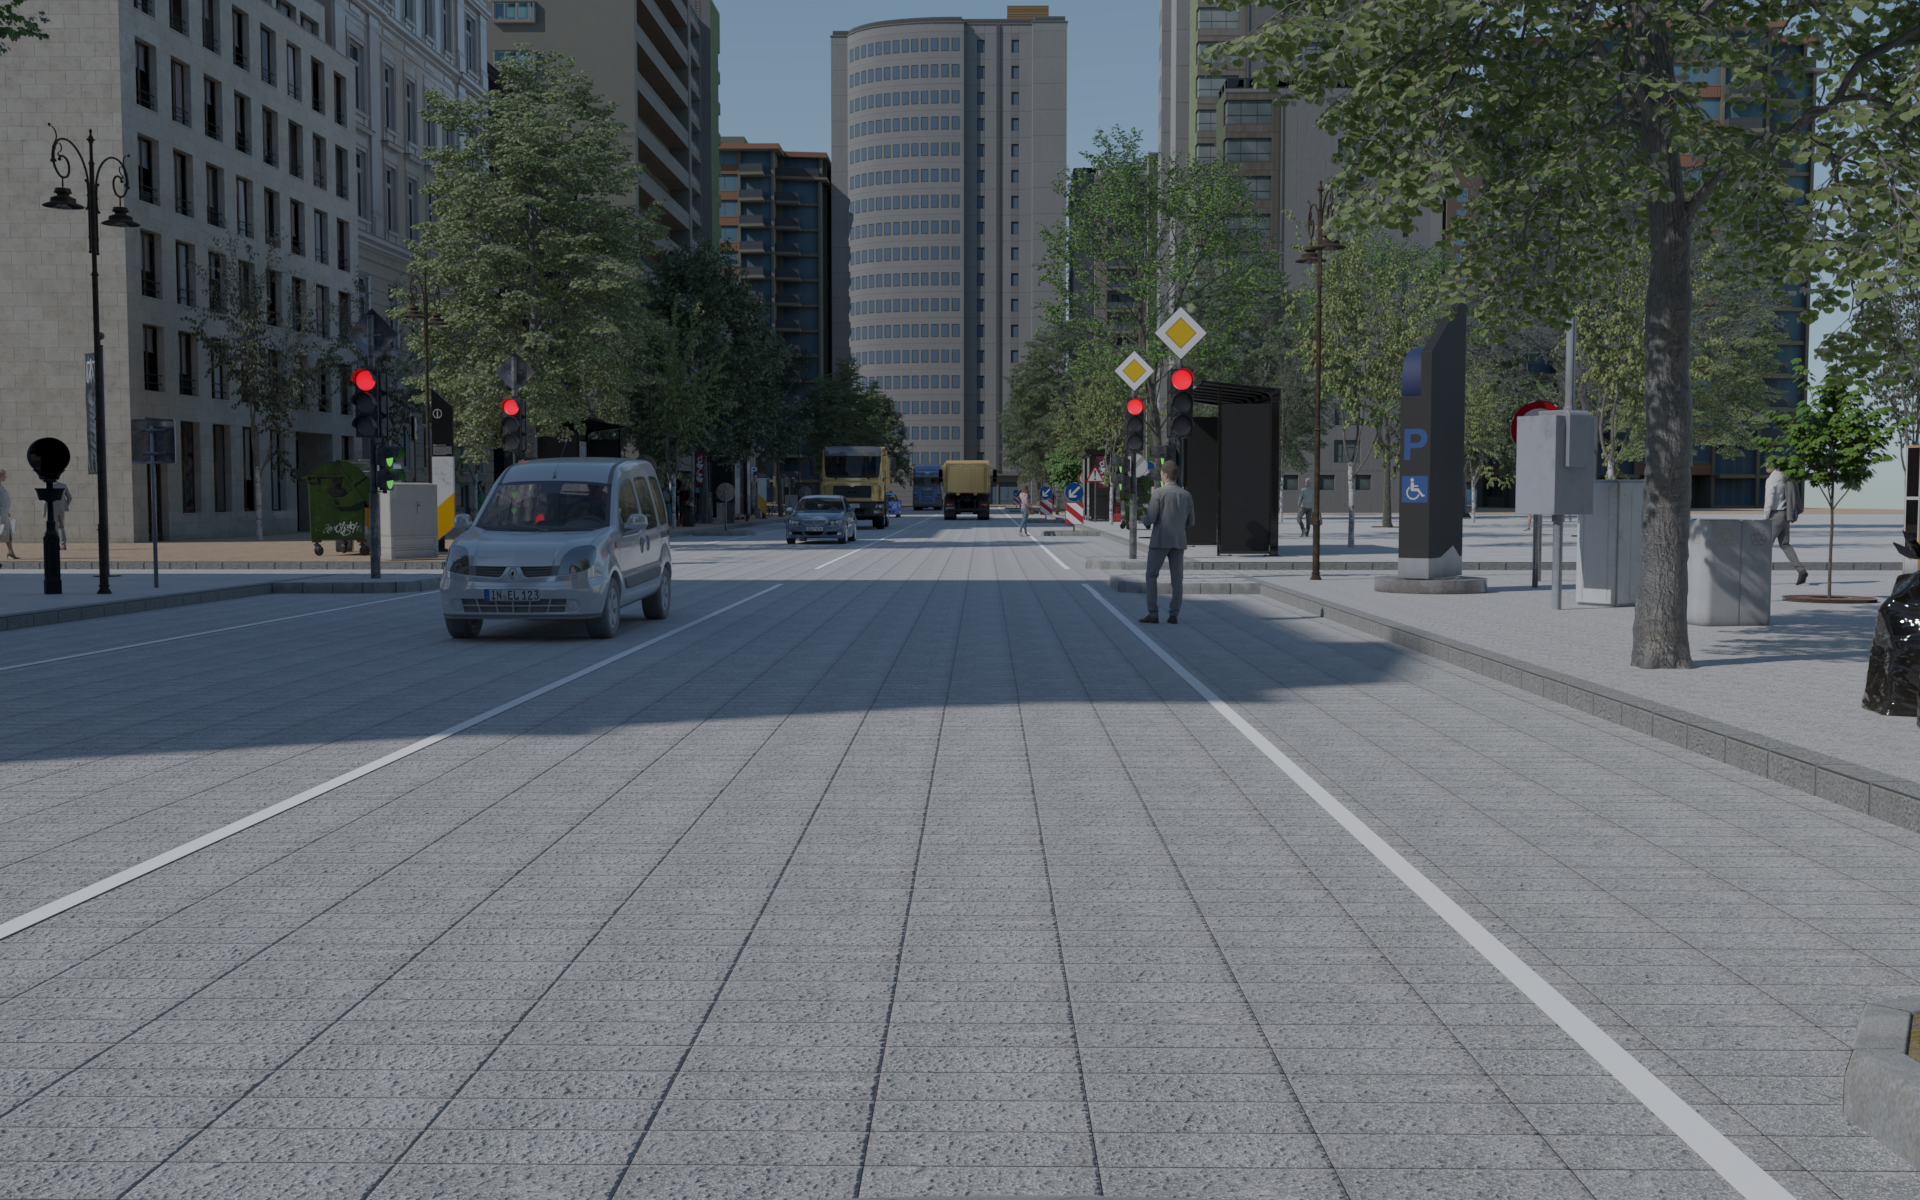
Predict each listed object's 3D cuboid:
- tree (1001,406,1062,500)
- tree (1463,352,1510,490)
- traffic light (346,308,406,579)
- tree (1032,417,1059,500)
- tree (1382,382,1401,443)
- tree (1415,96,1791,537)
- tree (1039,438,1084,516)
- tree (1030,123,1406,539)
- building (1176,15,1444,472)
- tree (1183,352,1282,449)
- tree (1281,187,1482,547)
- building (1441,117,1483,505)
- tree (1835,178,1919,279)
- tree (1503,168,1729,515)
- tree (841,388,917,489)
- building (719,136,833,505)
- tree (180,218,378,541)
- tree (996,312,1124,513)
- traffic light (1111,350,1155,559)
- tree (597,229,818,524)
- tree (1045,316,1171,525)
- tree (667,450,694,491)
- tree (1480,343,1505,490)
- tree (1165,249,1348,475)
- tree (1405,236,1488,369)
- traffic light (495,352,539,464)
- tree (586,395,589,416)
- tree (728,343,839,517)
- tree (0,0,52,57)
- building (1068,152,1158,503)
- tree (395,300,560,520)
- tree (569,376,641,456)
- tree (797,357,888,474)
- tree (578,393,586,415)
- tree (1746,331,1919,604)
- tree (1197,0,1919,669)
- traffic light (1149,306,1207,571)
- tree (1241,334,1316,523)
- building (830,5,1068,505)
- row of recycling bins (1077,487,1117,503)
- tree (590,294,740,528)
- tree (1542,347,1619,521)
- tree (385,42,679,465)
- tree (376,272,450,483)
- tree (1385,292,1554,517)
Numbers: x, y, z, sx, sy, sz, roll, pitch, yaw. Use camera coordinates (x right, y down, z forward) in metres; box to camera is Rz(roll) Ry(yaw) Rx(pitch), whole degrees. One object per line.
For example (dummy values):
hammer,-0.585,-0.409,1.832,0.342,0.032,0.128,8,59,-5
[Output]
tree,8.309,-14.509,171.626,8.767,10.594,7.601,0,4,1
tree,25.380,-8.373,87.260,4.360,8.622,3.978,0,3,0
traffic light,-8.874,-2.282,26.237,0.839,4.253,0.868,0,4,1
tree,7.911,-12.247,150.606,4.360,8.622,3.978,0,3,0
tree,27.517,-9.510,105.845,4.360,8.622,3.978,0,3,0
tree,18.982,-8.639,51.611,12.009,13.543,11.850,0,3,0
tree,6.325,-7.166,100.883,4.285,4.588,4.351,0,3,0
tree,5.586,-7.573,49.581,9.928,11.665,9.643,0,3,0
building,42.324,-41.017,212.633,28.212,58.520,21.231,0,4,1
tree,16.495,-10.376,104.065,7.601,10.594,8.767,-1,4,-15
tree,9.465,-5.559,41.252,4.737,8.622,4.395,0,3,0
building,63.868,-34.182,208.981,14.200,45.320,14.600,0,4,1
tree,21.341,-5.377,38.283,4.360,8.622,3.978,0,3,0
tree,15.293,-5.478,39.930,4.737,8.622,4.395,0,3,0
tree,-9.106,-16.347,184.288,9.611,12.733,9.660,0,3,0
building,-30.185,-34.273,214.987,28.867,44.769,22.147,0,4,1
tree,-18.966,-5.924,47.227,4.360,8.622,3.978,0,3,0
tree,7.443,-13.023,119.586,9.857,13.997,8.962,0,3,0
traffic light,3.397,-2.761,34.070,0.839,4.253,0.868,0,4,1
tree,-11.215,-9.694,75.498,9.611,12.733,9.660,0,3,0
tree,6.525,-7.443,72.059,4.737,8.622,4.395,0,3,0
tree,-18.061,-9.109,99.302,4.360,8.622,3.978,0,3,0
tree,22.838,-7.760,77.231,4.737,8.622,4.395,0,3,0
tree,15.242,-11.098,88.101,9.857,13.997,8.962,0,3,0
tree,16.204,-8.582,66.065,9.928,11.665,9.643,0,3,0
traffic light,-8.763,-2.771,34.221,0.839,4.253,0.868,0,4,1
tree,-18.216,-8.658,91.922,4.737,8.622,4.395,0,3,0
tree,-10.449,-9.959,97.249,7.601,10.594,8.767,-1,4,-21
tree,-11.381,-5.391,13.900,9.928,11.665,9.643,0,3,0
building,20.377,-32.203,210.121,14.086,41.232,14.154,0,4,1
tree,-17.738,-6.852,62.397,4.737,8.622,4.395,0,3,0
tree,-17.077,-8.194,84.340,4.360,8.622,3.978,0,3,0
tree,-9.626,-13.756,143.042,7.486,12.596,7.792,0,3,0
tree,-18.712,-7.552,73.836,4.737,8.622,4.395,0,3,0
tree,10.446,-1.601,20.772,1.663,3.219,1.824,0,3,0
tree,4.925,-5.792,12.831,7.486,12.596,7.792,0,3,0
traffic light,3.287,-2.273,26.085,0.839,4.253,0.868,0,4,1
tree,14.201,-7.770,77.396,4.360,8.622,3.978,0,3,0
building,-1.418,-41.060,213.328,28.212,58.520,21.231,0,4,1
row of recycling bins,7.925,-5.329,94.244,3.534,1.692,1.069,2,4,34
tree,-10.549,-6.993,64.698,4.737,8.622,4.395,0,3,0
tree,28.740,-8.005,81.248,4.360,8.622,3.978,0,3,0
tree,-10.652,-7.703,44.066,7.486,12.596,7.792,0,3,0
tree,-18.819,-6.496,56.577,4.360,8.622,3.978,0,3,0
tree,27.859,-10.914,95.451,9.611,12.733,9.660,0,3,0
